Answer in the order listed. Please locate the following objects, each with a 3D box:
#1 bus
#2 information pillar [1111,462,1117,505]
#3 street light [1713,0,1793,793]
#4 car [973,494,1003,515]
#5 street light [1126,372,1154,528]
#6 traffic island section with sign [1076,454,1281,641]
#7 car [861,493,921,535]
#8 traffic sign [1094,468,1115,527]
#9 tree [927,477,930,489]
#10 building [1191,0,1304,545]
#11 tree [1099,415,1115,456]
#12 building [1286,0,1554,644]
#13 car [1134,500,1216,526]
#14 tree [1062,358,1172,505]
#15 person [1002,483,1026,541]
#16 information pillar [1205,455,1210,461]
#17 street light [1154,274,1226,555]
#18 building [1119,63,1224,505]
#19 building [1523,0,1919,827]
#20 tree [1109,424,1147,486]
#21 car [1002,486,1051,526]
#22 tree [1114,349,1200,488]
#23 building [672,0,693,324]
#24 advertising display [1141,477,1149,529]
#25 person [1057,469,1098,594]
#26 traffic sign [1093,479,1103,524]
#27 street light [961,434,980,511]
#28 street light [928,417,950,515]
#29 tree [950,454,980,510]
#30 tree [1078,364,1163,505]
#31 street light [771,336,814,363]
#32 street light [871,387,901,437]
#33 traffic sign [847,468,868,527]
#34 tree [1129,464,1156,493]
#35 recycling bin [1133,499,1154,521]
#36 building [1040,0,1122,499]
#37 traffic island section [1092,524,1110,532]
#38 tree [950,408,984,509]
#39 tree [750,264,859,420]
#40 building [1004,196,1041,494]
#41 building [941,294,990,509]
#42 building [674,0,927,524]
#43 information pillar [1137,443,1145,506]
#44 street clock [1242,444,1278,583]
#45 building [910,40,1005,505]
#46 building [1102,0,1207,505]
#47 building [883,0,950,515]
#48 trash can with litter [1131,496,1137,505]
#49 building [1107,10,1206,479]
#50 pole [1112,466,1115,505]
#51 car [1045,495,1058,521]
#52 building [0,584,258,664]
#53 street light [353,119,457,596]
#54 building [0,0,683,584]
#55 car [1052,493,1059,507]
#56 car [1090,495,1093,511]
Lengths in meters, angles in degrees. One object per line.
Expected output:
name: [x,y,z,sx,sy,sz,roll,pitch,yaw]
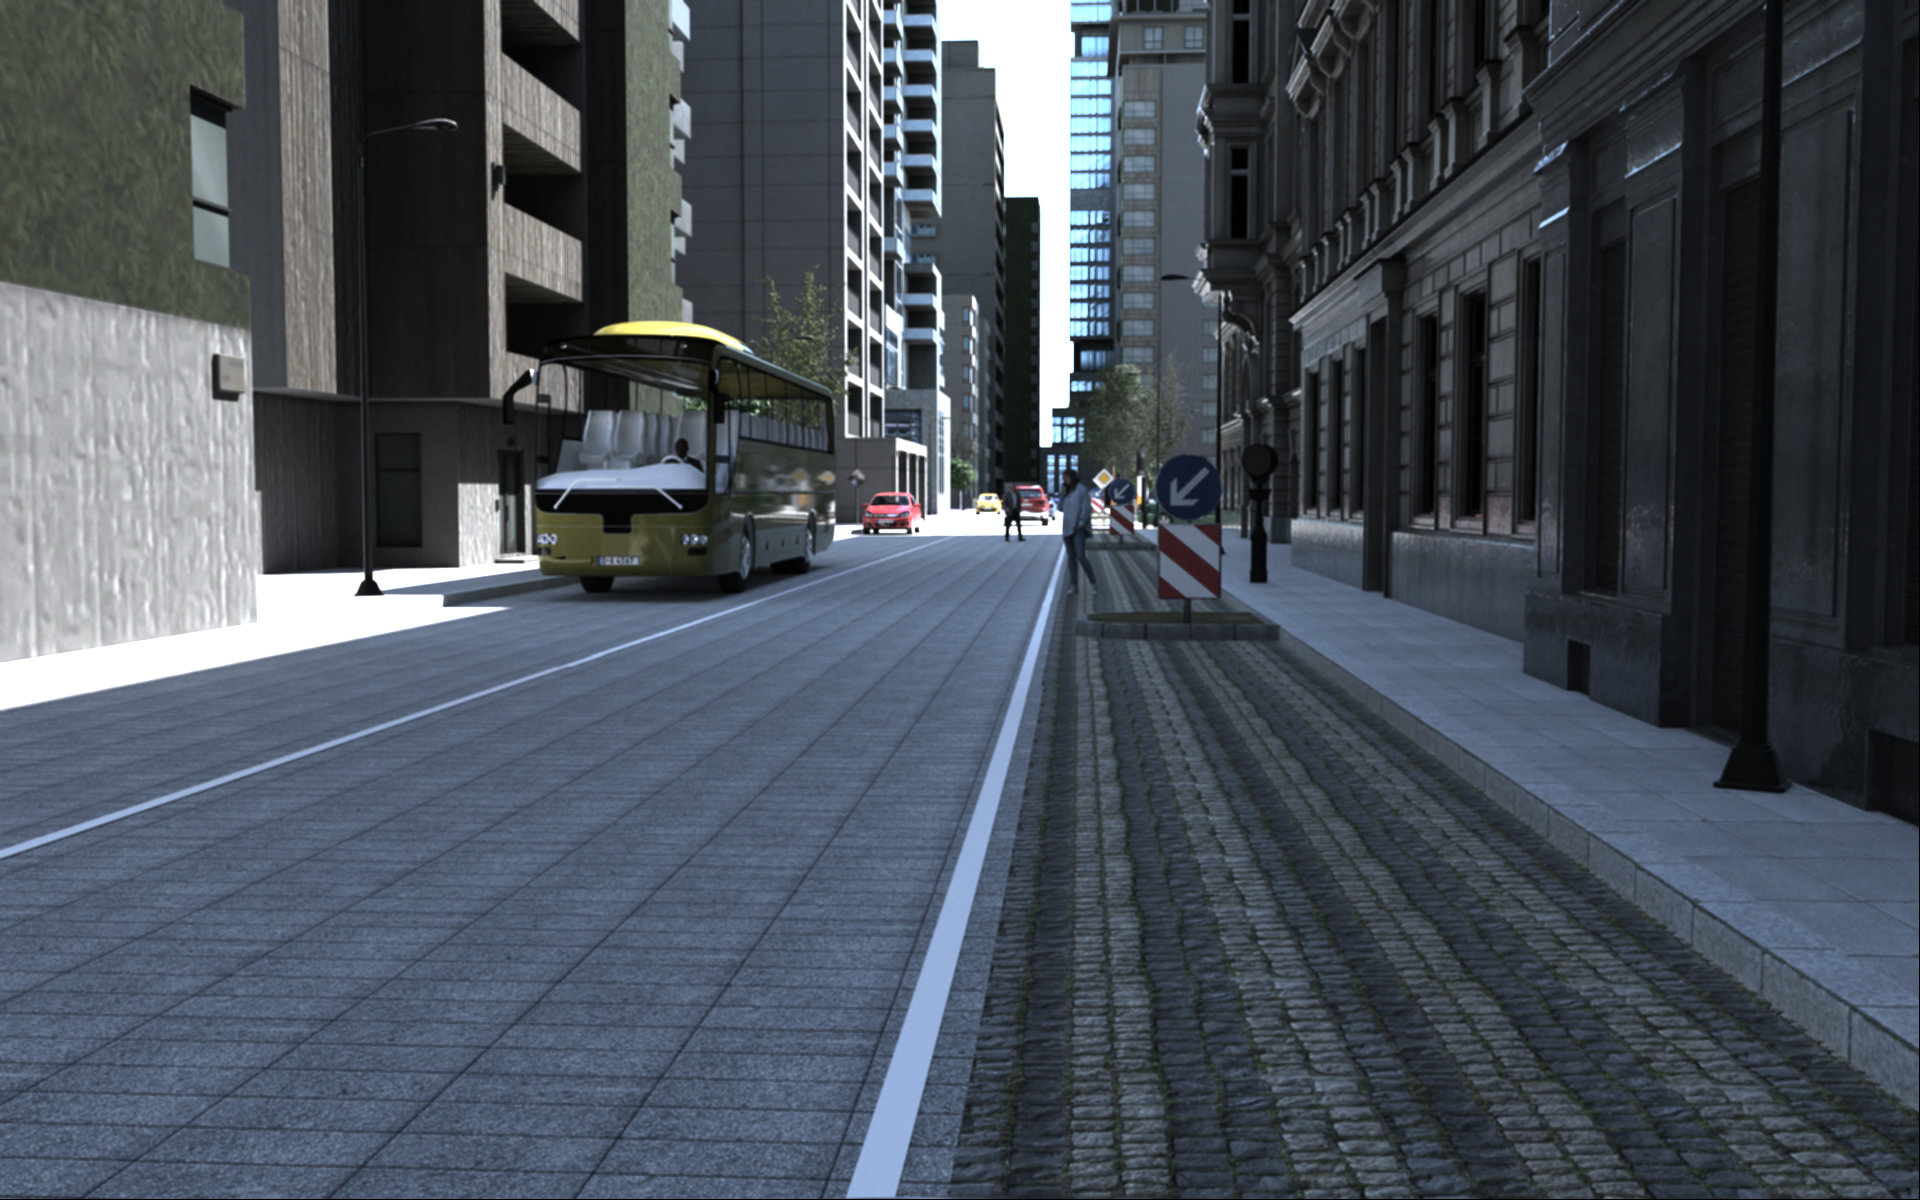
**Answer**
bus: [-4.101,-2.256,28.431,2.896,3.916,12.252,0,4,4]
information pillar: [11.399,-8.381,128.389,0.504,3.616,0.183,-2,4,-35]
street light: [2.943,-2.136,7.471,1.470,5.913,1.316,0,4,4]
car: [1.956,-6.675,119.359,2.015,1.641,3.980,0,4,3]
street light: [7.012,-5.719,66.046,1.470,5.913,1.316,0,4,4]
traffic island section with sign: [2.194,-0.561,17.797,1.989,1.847,2.006,0,4,4]
car: [-2.438,-3.272,62.536,2.155,1.783,4.494,0,4,4]
traffic sign: [5.541,-3.848,66.565,0.795,2.450,0.064,0,4,4]
tree: [-2.501,-6.477,100.501,1.663,3.219,1.824,0,3,0]
building: [13.882,-14.016,48.241,14.460,24.649,34.723,0,4,4]
tree: [13.243,-11.500,138.394,4.360,8.622,3.978,0,3,0]
building: [10.034,-9.581,21.275,10.561,19.102,19.286,0,4,4]
car: [9.518,-3.557,69.948,4.920,1.459,2.131,0,4,2]
tree: [11.154,-11.290,119.006,7.601,10.594,8.767,2,4,33]
person: [1.641,-2.659,52.379,0.661,1.777,0.834,-2,4,-35]
information pillar: [14.860,-6.892,104.039,0.183,3.616,0.504,-2,4,-25]
street light: [4.945,-3.926,36.732,1.470,5.913,1.316,0,4,4]
building: [22.587,-29.643,168.251,14.154,41.232,14.086,0,4,4]
building: [8.092,-9.383,2.566,9.793,20.994,18.267,0,4,4]
tree: [15.265,-12.759,158.969,4.737,8.622,4.395,0,3,0]
car: [3.024,-4.299,78.954,2.281,1.827,5.304,0,4,2]
tree: [10.284,-8.476,88.950,4.360,8.622,3.978,0,3,0]
building: [-25.196,-26.808,57.921,30.456,49.044,23.786,0,4,4]
advertising display: [6.877,-3.614,64.304,0.123,1.923,0.974,1,4,16]
person: [1.692,-0.978,24.755,0.793,1.790,0.793,1,4,22]
traffic sign: [6.093,-4.336,74.531,0.795,2.450,0.064,0,4,4]
street light: [0.814,-9.889,134.218,1.470,5.913,1.316,0,4,4]
street light: [-1.274,-8.080,104.649,1.470,5.913,1.316,0,4,4]
tree: [-0.057,-9.651,141.506,4.285,4.588,4.351,0,3,0]
tree: [14.019,-14.233,150.833,7.486,12.596,7.792,0,3,0]
street light: [-4.990,-4.794,50.926,1.470,5.913,1.316,0,4,4]
street light: [-3.261,-6.267,75.015,1.470,5.913,1.316,0,4,4]
traffic sign: [-3.979,-3.890,67.242,0.795,2.450,0.064,0,4,4]
tree: [11.835,-7.067,110.150,1.663,3.219,1.824,0,3,0]
recycling bin: [8.624,-4.213,81.443,0.722,1.027,0.722,-3,5,-39]
building: [26.973,-56.809,241.492,31.000,86.520,22.319,0,4,4]
traffic island section: [5.565,-2.713,66.640,2.009,0.180,2.903,0,4,4]
tree: [0.075,-12.029,147.030,4.360,8.622,3.978,0,3,0]
tree: [-5.342,-6.478,56.275,4.737,8.622,4.395,0,3,0]
building: [4.198,-34.049,240.295,14.086,41.232,14.154,0,4,4]
building: [-11.697,-19.611,165.674,27.650,21.520,28.899,0,4,4]
building: [-12.219,-39.477,83.708,20.563,71.187,20.611,0,4,4]
information pillar: [8.367,-5.420,79.964,0.504,3.616,0.183,-3,5,-41]
street clock: [4.325,-1.251,25.026,0.471,2.002,0.358,2,4,35]
building: [-6.235,-34.646,190.166,21.300,48.544,21.600,0,4,4]
building: [27.981,-47.336,212.193,20.563,71.187,20.611,0,4,4]
building: [-11.453,-49.396,120.291,22.319,86.520,31.000,0,4,4]
trash can with litter: [10.419,-5.498,101.282,0.624,1.170,1.055,-1,4,-18]
building: [30.415,-36.631,188.160,28.713,52.752,27.495,0,4,4]
pole: [11.159,-8.072,125.821,0.158,3.312,0.155,0,3,0]
car: [4.331,-4.997,93.696,2.014,1.417,4.499,0,4,3]
building: [-14.439,-14.569,9.910,14.160,30.474,14.107,0,4,4]
street light: [-6.928,-3.004,21.660,1.470,5.913,1.316,0,4,4]
building: [-13.768,-15.942,32.353,14.160,30.474,14.107,0,4,4]
car: [9.375,-9.360,162.620,1.945,1.707,3.694,0,4,3]
car: [9.924,-7.382,132.695,2.014,1.417,4.499,0,4,3]
